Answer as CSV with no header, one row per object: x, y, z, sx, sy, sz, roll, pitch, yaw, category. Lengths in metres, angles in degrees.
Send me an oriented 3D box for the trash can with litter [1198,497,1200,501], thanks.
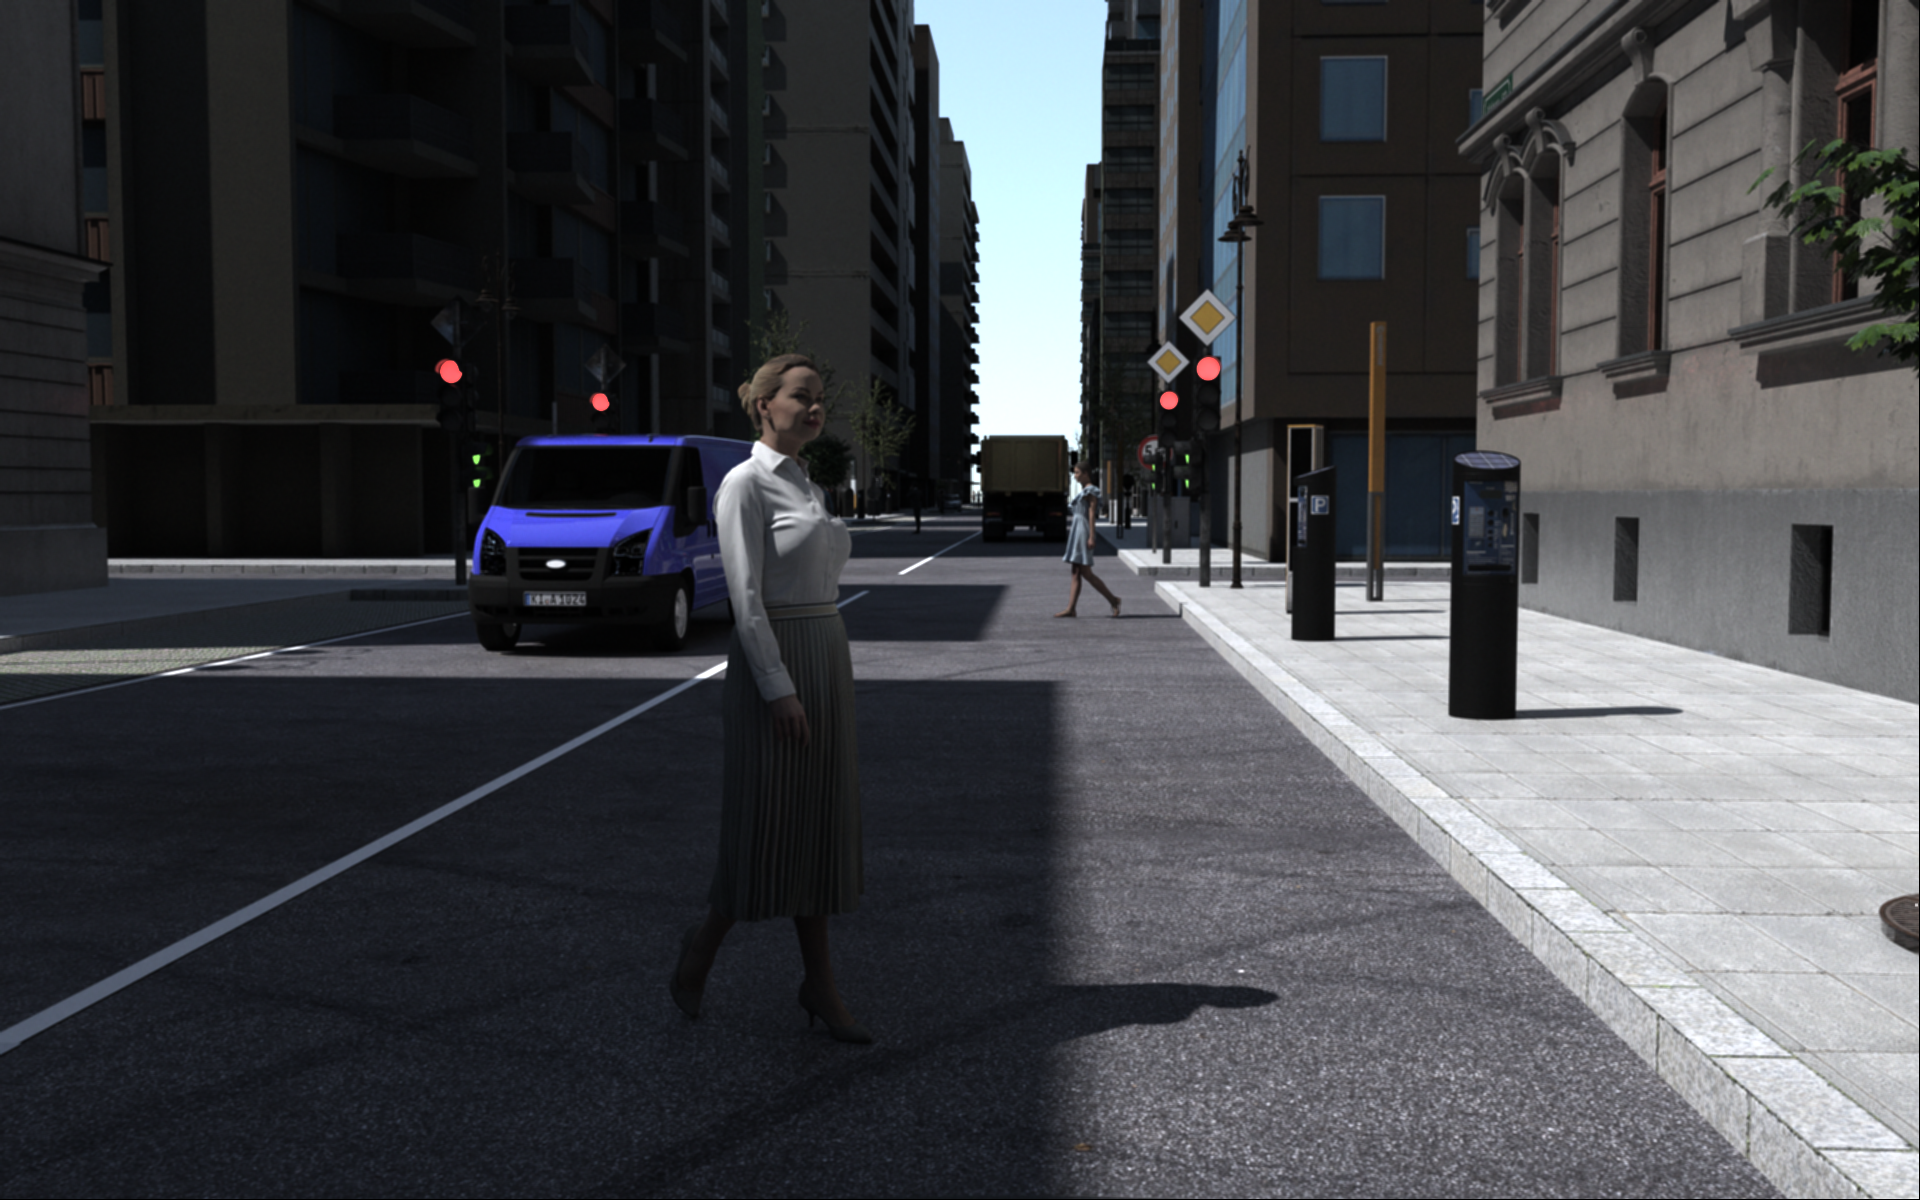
10.998,-3.981,76.155,2.233,1.210,1.678,2,4,34,trash can with litter

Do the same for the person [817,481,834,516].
-3.992,-2.545,50.130,0.660,1.820,0.620,-1,4,-10,person

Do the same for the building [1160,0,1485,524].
17.659,-26.841,88.966,14.600,45.320,14.200,0,4,3,building

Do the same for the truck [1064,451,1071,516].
6.202,-7.923,118.460,2.839,4.237,11.283,0,4,3,truck

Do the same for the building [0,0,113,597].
-21.112,-9.455,19.217,19.286,19.102,10.561,0,4,3,building

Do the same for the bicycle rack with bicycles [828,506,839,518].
-8.364,-5.365,101.097,2.852,0.926,2.925,-3,5,-41,bicycle rack with bicycles

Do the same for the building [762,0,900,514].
-15.733,-30.277,118.734,21.300,48.544,21.600,0,4,3,building

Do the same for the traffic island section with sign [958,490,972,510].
0.086,-9.124,157.798,1.989,1.847,2.006,0,4,3,traffic island section with sign

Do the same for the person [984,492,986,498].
3.218,-12.382,211.870,0.541,1.710,0.530,0,4,-7,person

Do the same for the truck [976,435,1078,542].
2.104,-3.632,55.310,3.469,3.379,9.791,0,4,3,truck

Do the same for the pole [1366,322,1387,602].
4.965,-1.639,20.645,0.158,3.312,0.155,0,3,0,pole

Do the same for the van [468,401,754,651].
-3.324,-0.810,17.625,2.240,2.365,5.245,0,4,4,van

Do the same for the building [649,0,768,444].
-16.913,-24.160,78.617,14.154,41.232,14.086,0,4,3,building

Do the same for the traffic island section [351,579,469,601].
-7.073,-0.135,24.496,2.009,0.180,2.903,0,4,3,traffic island section

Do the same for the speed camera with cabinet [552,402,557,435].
-8.488,-2.589,36.661,0.660,3.252,2.038,0,4,-4,speed camera with cabinet

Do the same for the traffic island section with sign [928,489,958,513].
-1.382,-7.441,130.295,1.989,1.847,2.006,0,4,3,traffic island section with sign

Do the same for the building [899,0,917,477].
-17.964,-33.885,143.266,28.713,52.752,27.495,0,4,3,building

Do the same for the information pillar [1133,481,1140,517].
9.901,-5.669,97.180,0.304,2.012,0.304,3,4,38,information pillar

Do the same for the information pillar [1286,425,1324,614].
3.689,-0.860,18.545,0.304,2.012,0.304,2,4,28,information pillar

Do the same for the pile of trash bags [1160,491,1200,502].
7.248,-2.884,56.912,1.912,1.369,3.447,1,4,23,pile of trash bags

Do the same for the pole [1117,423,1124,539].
4.614,-3.425,49.846,0.158,3.312,0.155,0,3,0,pole

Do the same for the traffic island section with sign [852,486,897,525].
-4.019,-4.455,81.473,1.989,1.847,2.006,0,4,3,traffic island section with sign

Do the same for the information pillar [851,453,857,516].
-6.109,-6.607,99.376,0.183,3.616,0.504,-2,4,-35,information pillar

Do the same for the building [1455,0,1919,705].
12.066,-13.611,9.924,14.401,28.519,23.554,0,4,3,building

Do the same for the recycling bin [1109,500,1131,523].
7.068,-3.905,76.403,0.722,1.027,0.722,-2,4,-25,recycling bin

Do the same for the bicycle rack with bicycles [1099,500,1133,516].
9.344,-5.507,103.422,2.925,0.926,2.852,-1,4,-8,bicycle rack with bicycles

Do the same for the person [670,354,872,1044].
-0.518,0.252,4.604,0.641,1.798,0.478,3,4,37,person

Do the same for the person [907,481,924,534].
-1.632,-3.369,62.948,0.474,1.900,0.648,2,4,28,person

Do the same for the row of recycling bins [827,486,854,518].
-7.499,-5.293,93.660,3.534,1.692,1.069,-1,4,-8,row of recycling bins

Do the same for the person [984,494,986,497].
3.161,-11.749,200.696,1.348,1.812,0.705,-3,4,-37,person

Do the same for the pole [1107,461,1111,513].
9.180,-6.885,106.413,0.158,3.312,0.155,0,3,0,pole

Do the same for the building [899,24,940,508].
-9.301,-31.422,163.867,14.600,45.320,14.200,0,4,3,building

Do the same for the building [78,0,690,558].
-19.955,-23.995,46.937,22.147,44.769,28.867,0,4,3,building

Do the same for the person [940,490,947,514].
-1.192,-7.015,123.908,0.721,1.735,1.217,1,4,20,person

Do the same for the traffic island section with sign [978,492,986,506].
3.140,-12.601,214.647,1.989,1.847,2.006,0,4,3,traffic island section with sign

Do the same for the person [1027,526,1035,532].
2.649,-3.469,65.883,0.731,1.740,0.598,2,4,35,person

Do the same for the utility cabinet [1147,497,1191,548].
5.011,-1.859,41.563,1.020,1.237,0.306,1,4,13,utility cabinet

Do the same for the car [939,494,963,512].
-0.759,-7.686,137.674,2.014,1.417,4.499,0,4,2,car

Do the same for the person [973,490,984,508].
1.936,-10.444,179.240,1.348,1.826,0.705,-1,4,-19,person

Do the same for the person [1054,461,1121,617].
1.476,-0.699,20.030,0.778,1.811,0.616,0,4,7,person

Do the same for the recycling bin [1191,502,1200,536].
7.098,-2.471,52.958,0.722,1.027,0.722,2,4,25,recycling bin

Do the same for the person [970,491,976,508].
1.339,-10.618,182.626,0.750,1.759,0.617,1,4,13,person

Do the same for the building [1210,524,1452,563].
12.885,-23.677,37.233,14.200,45.320,14.600,0,4,3,building
